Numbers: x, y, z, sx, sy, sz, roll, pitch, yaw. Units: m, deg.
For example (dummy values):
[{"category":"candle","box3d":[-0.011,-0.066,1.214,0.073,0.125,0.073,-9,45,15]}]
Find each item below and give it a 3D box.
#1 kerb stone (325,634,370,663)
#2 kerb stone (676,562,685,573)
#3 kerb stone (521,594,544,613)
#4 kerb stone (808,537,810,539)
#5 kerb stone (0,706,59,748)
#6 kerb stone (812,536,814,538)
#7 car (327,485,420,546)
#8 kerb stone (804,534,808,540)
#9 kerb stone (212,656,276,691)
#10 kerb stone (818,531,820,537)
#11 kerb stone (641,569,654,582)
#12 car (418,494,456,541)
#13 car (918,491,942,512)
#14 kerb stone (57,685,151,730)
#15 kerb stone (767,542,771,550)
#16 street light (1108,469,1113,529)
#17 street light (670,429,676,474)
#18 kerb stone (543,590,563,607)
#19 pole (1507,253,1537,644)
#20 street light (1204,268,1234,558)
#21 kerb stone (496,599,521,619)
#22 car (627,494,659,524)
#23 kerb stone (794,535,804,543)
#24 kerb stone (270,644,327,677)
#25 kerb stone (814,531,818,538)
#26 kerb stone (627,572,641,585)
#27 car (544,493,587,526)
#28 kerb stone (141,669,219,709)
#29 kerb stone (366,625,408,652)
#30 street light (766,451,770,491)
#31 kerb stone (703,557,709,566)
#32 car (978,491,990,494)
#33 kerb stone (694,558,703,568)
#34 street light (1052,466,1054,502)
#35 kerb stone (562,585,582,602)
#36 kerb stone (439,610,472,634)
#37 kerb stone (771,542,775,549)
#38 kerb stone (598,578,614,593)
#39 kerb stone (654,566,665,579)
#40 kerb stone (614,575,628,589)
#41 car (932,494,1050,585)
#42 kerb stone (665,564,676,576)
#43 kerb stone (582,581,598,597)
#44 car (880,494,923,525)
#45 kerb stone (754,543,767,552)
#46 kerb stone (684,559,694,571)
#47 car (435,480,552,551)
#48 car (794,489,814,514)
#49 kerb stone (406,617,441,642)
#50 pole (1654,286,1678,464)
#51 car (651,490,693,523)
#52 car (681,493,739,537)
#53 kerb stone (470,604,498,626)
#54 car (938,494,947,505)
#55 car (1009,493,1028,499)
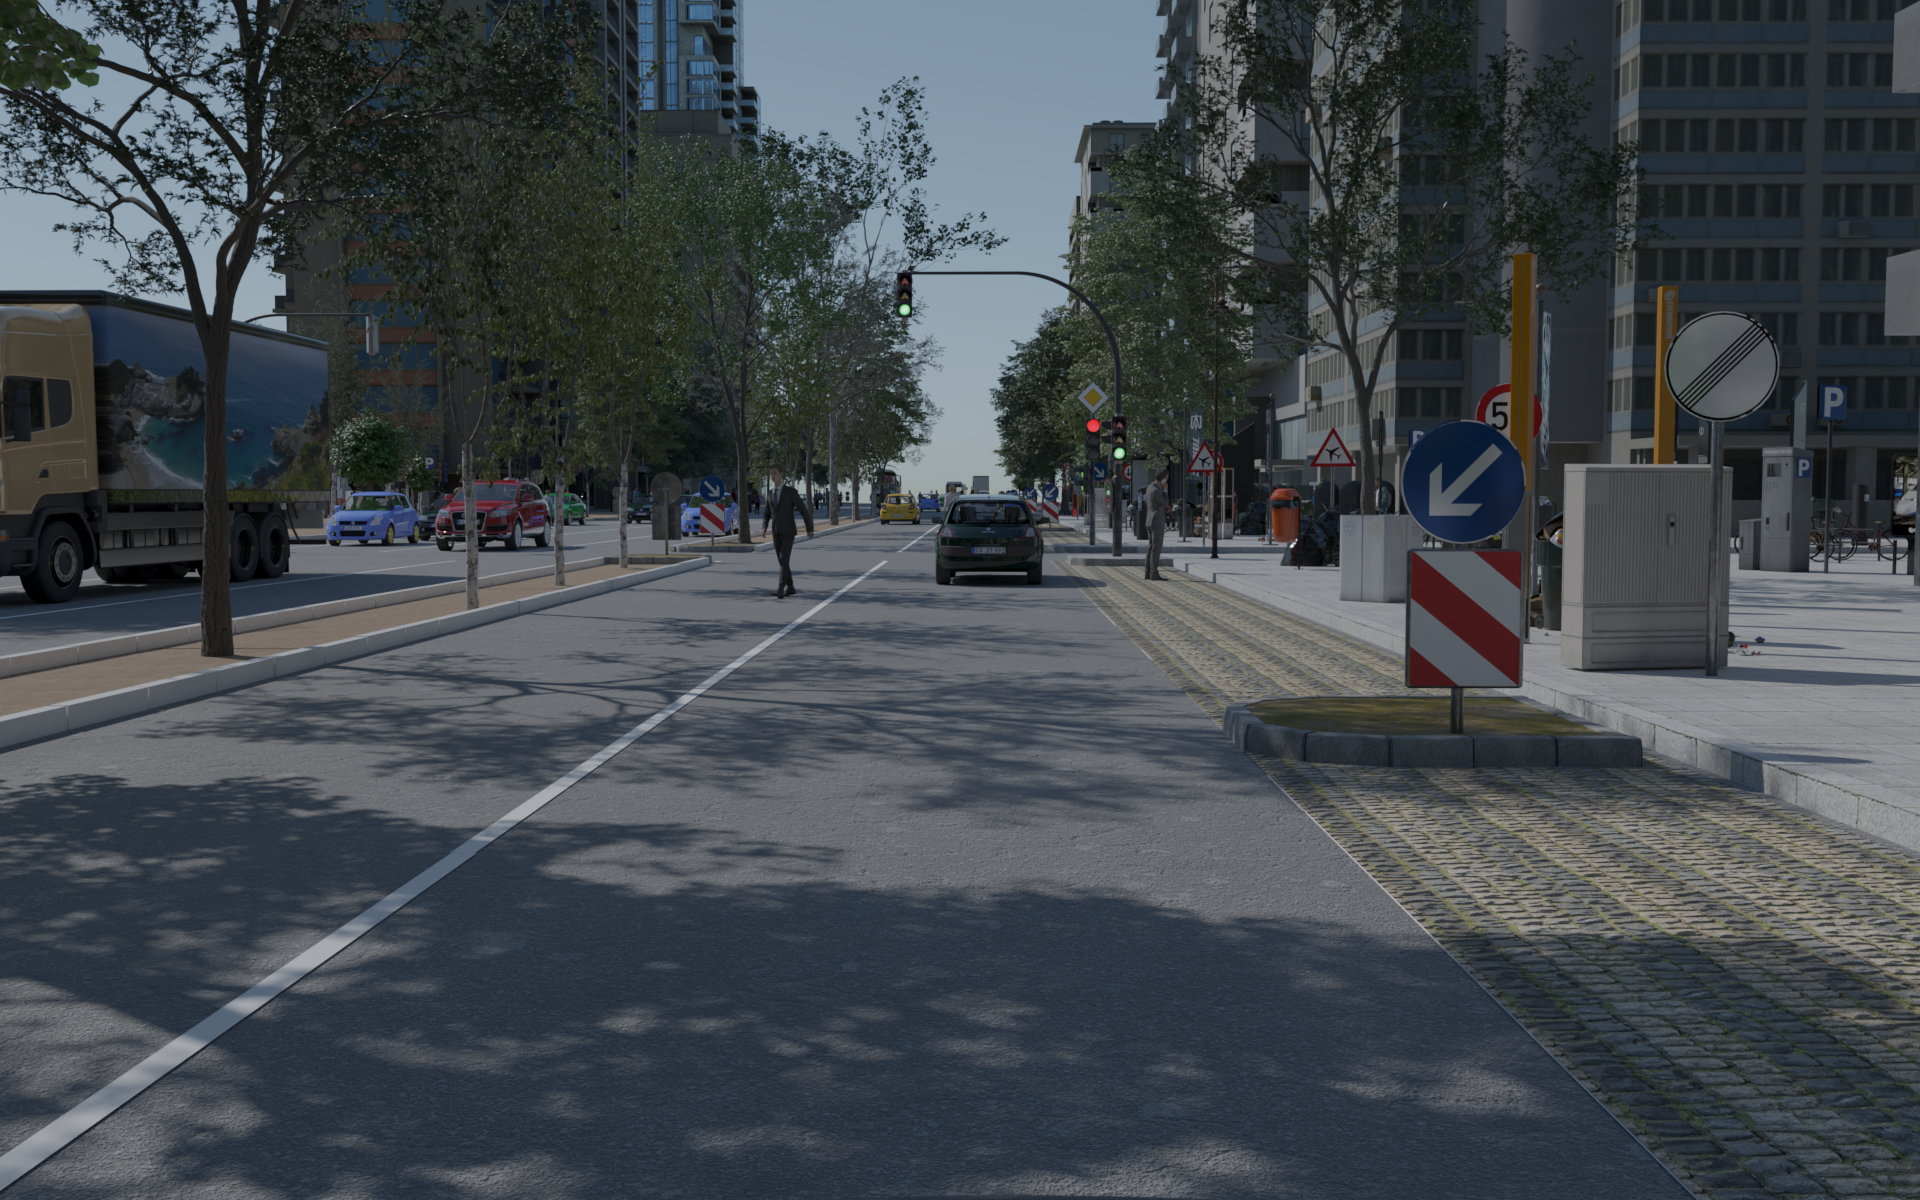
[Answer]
[{"category":"kerb stone","box3d":[-5.411,0.439,15.116,0.120,0.150,1.000,0,4,1]},{"category":"kerb stone","box3d":[-5.194,-0.564,31.550,0.120,0.150,1.000,0,4,1]},{"category":"kerb stone","box3d":[-5.330,0.061,21.267,0.120,0.150,1.000,0,4,1]},{"category":"kerb stone","box3d":[-4.886,-1.980,54.655,0.120,0.150,1.000,0,4,1]},{"category":"kerb stone","box3d":[-5.478,0.749,9.989,0.120,0.150,1.000,0,4,1]},{"category":"kerb stone","box3d":[-4.874,-2.048,55.677,0.120,0.150,1.000,0,4,1]},{"category":"car","box3d":[-16.606,-2.413,49.044,1.945,1.707,3.694,0,4,-1]},{"category":"kerb stone","box3d":[-4.894,-1.923,53.633,0.120,0.150,1.000,0,4,1]},{"category":"kerb stone","box3d":[-5.444,0.560,13.065,0.120,0.150,1.000,0,4,1]},{"category":"kerb stone","box3d":[-4.852,-2.173,57.723,0.120,0.150,1.000,0,4,1]},{"category":"kerb stone","box3d":[-5.233,-0.381,28.466,0.120,0.150,1.000,0,4,1]},{"category":"car","box3d":[-15.740,-2.739,54.575,2.009,1.686,4.222,0,4,2]},{"category":"car","box3d":[-2.426,-7.833,137.668,1.945,1.707,3.694,0,4,2]},{"category":"kerb stone","box3d":[-5.464,0.684,11.014,0.120,0.150,1.000,0,4,1]},{"category":"kerb stone","box3d":[-5.026,-1.359,44.422,0.120,0.150,1.000,0,4,1]},{"category":"street light","box3d":[5.577,-5.572,63.885,0.468,5.910,1.993,0,4,1]},{"category":"street light","box3d":[-20.151,-9.092,121.441,0.468,5.910,1.993,0,4,1]},{"category":"kerb stone","box3d":[-5.324,-0.006,22.297,0.120,0.150,1.000,0,4,1]},{"category":"pole","box3d":[4.801,-1.283,14.813,0.158,3.312,0.155,0,3,0]},{"category":"street light","box3d":[5.087,-3.769,34.415,0.468,5.910,1.993,0,4,1]},{"category":"kerb stone","box3d":[-5.353,0.120,20.239,0.120,0.150,1.000,0,4,1]},{"category":"car","box3d":[-15.236,-4.579,84.653,2.009,1.686,4.222,0,4,-1]},{"category":"kerb stone","box3d":[-4.916,-1.860,52.611,0.120,0.150,1.000,0,4,1]},{"category":"kerb stone","box3d":[-5.420,0.496,14.087,0.120,0.150,1.000,0,4,1]},{"category":"kerb stone","box3d":[-4.854,-2.109,56.699,0.120,0.150,1.000,0,4,1]},{"category":"kerb stone","box3d":[-5.252,-0.321,27.440,0.120,0.150,1.000,0,4,1]},{"category":"car","box3d":[-18.480,-4.338,79.717,1.959,1.807,4.718,0,4,1]},{"category":"kerb stone","box3d":[-5.455,0.622,12.043,0.120,0.150,1.000,0,4,1]},{"category":"kerb stone","box3d":[-5.399,0.370,16.146,0.120,0.150,1.000,0,4,1]},{"category":"street light","box3d":[-19.379,-12.365,174.960,0.468,5.910,1.993,0,4,1]},{"category":"kerb stone","box3d":[-5.155,-0.757,34.627,0.120,0.150,1.000,0,4,1]},{"category":"car","box3d":[2.826,-12.444,212.136,2.281,1.827,5.304,0,4,2]},{"category":"kerb stone","box3d":[-5.174,-0.698,33.604,0.120,0.150,1.000,0,4,1]},{"category":"street light","box3d":[6.309,-8.845,117.404,0.468,5.910,1.993,0,4,1]},{"category":"kerb stone","box3d":[-5.301,-0.067,23.323,0.120,0.150,1.000,0,4,1]},{"category":"kerb stone","box3d":[-5.362,0.245,18.194,0.120,0.150,1.000,0,4,1]},{"category":"kerb stone","box3d":[-5.012,-1.420,45.451,0.120,0.150,1.000,0,4,1]},{"category":"kerb stone","box3d":[-5.276,-0.195,25.377,0.120,0.150,1.000,0,4,1]},{"category":"kerb stone","box3d":[-5.225,-0.441,29.498,0.120,0.150,1.000,0,4,1]},{"category":"kerb stone","box3d":[-5.259,-0.258,26.408,0.120,0.150,1.000,0,4,1]},{"category":"car","box3d":[0.504,-1.162,28.792,2.009,1.686,4.222,0,4,2]},{"category":"kerb stone","box3d":[-5.208,-0.509,30.525,0.120,0.150,1.000,0,4,1]},{"category":"kerb stone","box3d":[-5.290,-0.131,24.345,0.120,0.150,1.000,0,4,1]},{"category":"car","box3d":[-2.797,-4.387,81.957,2.015,1.641,3.980,0,4,2]},{"category":"kerb stone","box3d":[-5.031,-1.294,43.393,0.120,0.150,1.000,0,4,1]},{"category":"kerb stone","box3d":[-5.189,-0.635,32.580,0.120,0.150,1.000,0,4,1]},{"category":"car","box3d":[-12.199,-2.254,45.524,2.281,1.827,5.304,0,4,0]},{"category":"car","box3d":[-11.504,-7.044,123.962,1.959,1.807,4.718,0,4,2]},{"category":"kerb stone","box3d":[-5.386,0.308,17.168,0.120,0.150,1.000,0,4,1]},{"category":"pole","box3d":[6.951,-1.423,17.105,0.158,3.312,0.155,0,3,0]},{"category":"car","box3d":[-11.684,-3.811,72.100,2.009,1.686,4.222,0,4,2]},{"category":"car","box3d":[-8.500,-3.032,59.159,1.945,1.707,3.694,0,4,-1]},{"category":"kerb stone","box3d":[-5.358,0.183,19.217,0.120,0.150,1.000,0,4,1]},{"category":"car","box3d":[-1.453,-11.009,188.800,1.959,1.807,4.718,0,4,0]},{"category":"car","box3d":[4.402,-7.656,134.764,1.945,1.707,3.694,0,4,2]}]
